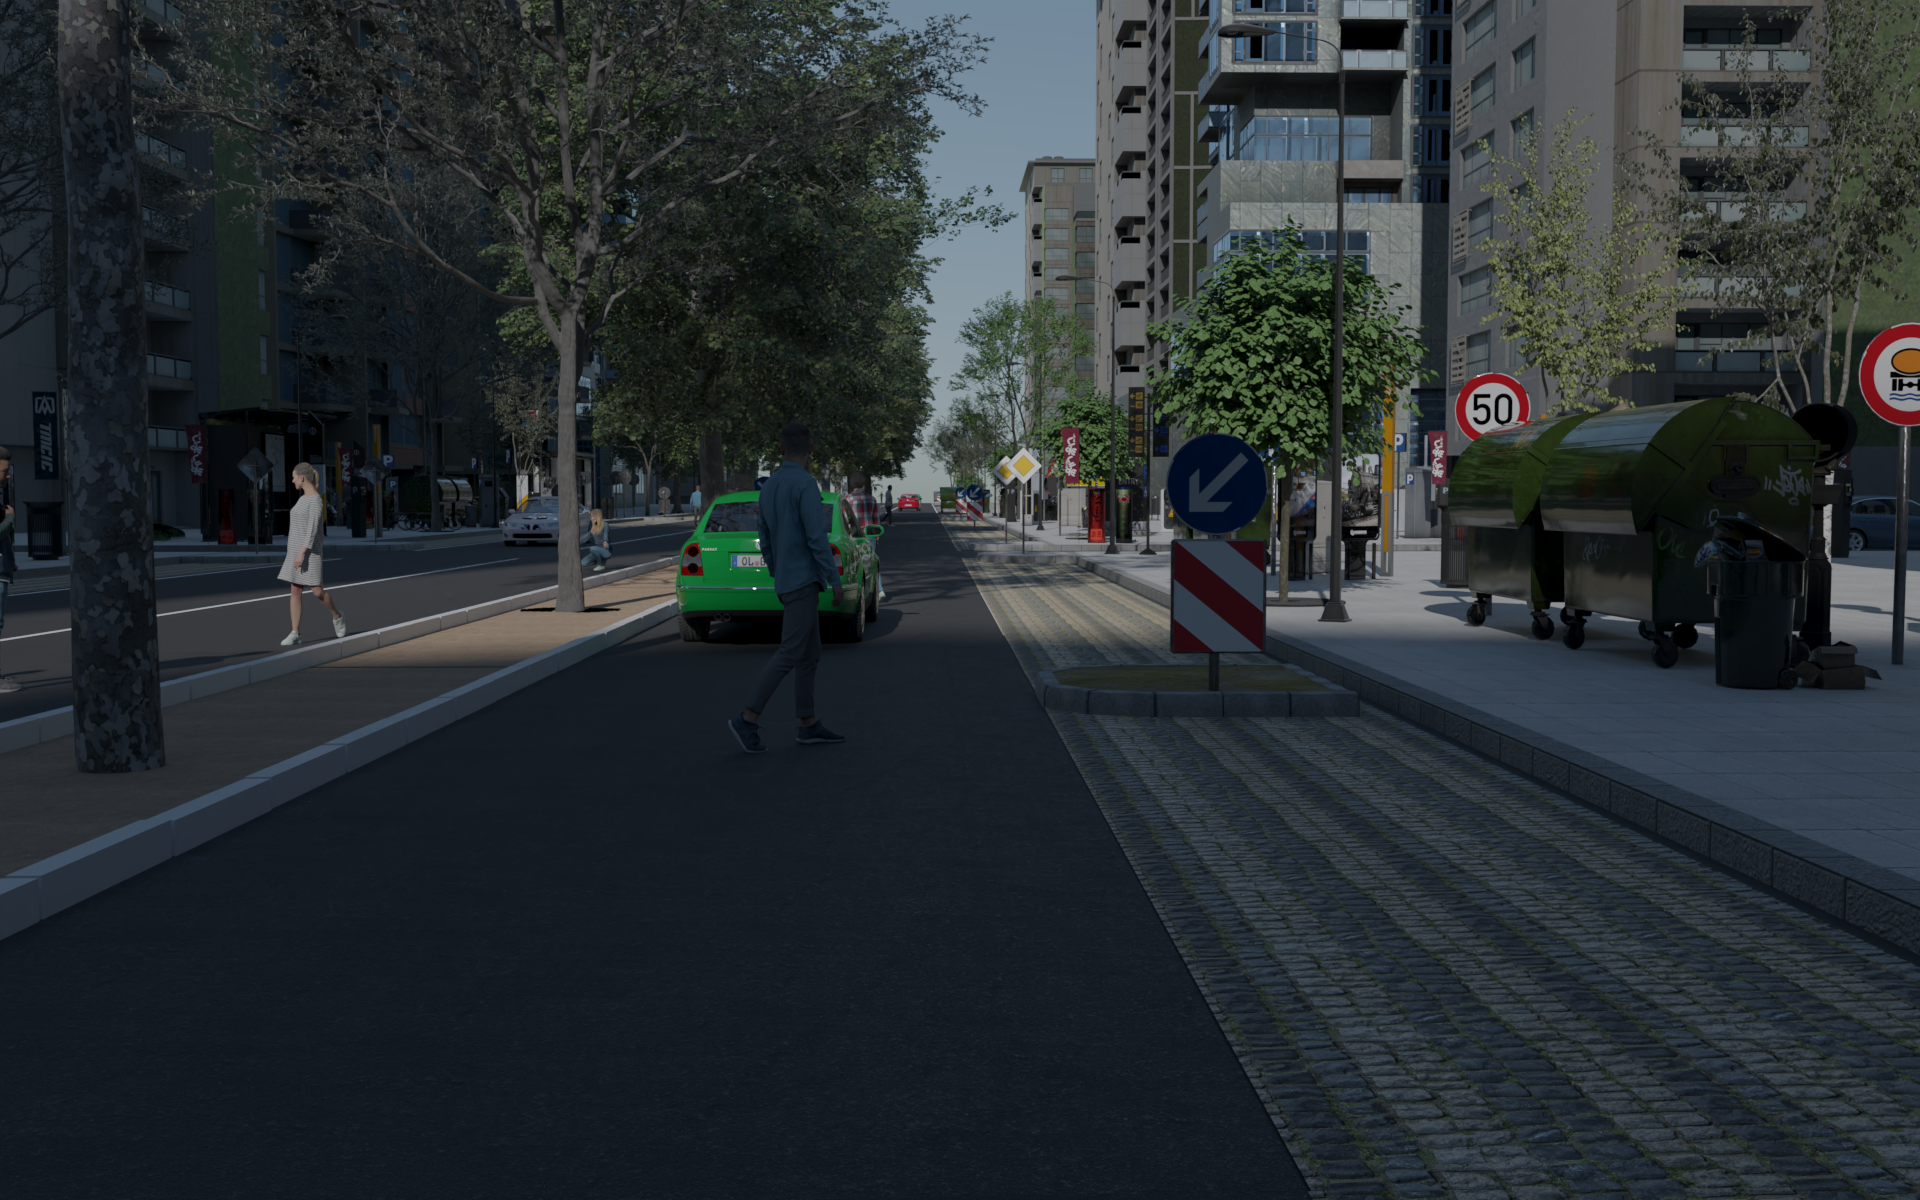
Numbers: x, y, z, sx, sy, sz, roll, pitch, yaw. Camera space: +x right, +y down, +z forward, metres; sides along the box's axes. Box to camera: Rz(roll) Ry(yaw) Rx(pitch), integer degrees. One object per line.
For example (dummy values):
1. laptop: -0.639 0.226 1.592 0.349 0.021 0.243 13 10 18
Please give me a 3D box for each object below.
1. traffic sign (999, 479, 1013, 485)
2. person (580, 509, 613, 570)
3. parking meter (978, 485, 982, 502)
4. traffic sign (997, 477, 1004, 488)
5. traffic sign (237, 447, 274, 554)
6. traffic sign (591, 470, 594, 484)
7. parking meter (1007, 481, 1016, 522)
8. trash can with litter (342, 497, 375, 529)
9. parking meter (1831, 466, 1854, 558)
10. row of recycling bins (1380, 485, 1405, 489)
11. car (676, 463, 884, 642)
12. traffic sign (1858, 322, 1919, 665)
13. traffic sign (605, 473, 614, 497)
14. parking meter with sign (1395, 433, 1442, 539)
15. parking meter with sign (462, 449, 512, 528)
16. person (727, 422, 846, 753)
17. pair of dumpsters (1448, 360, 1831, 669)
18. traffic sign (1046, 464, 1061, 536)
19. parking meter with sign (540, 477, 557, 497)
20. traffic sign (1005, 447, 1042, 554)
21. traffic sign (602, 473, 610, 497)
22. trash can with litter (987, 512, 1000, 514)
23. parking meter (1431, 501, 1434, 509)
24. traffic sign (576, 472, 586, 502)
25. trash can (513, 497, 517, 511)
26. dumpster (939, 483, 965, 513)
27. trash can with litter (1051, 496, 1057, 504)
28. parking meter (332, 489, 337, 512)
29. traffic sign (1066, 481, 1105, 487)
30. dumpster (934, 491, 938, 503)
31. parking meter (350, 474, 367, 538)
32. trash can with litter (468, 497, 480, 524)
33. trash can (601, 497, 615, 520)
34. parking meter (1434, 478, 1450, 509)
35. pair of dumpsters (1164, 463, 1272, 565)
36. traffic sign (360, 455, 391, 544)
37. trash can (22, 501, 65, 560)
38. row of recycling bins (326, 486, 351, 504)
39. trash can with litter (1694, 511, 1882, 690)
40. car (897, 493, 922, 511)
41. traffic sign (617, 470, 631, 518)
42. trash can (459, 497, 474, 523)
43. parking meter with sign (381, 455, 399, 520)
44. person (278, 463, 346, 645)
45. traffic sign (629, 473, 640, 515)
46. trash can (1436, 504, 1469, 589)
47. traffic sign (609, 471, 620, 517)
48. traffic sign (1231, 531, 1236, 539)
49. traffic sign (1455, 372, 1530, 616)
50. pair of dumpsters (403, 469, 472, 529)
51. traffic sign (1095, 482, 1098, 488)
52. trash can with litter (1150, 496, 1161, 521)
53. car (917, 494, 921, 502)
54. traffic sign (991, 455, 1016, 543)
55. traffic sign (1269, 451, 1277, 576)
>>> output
1. traffic sign: 2.525 -5.778 94.576 0.768 2.556 0.104 0 4 7
2. person: -6.832 -1.137 32.587 0.738 1.151 1.012 -3 5 -45
3. parking meter: 1.358 -6.742 115.946 0.255 1.863 0.399 0 4 5
4. traffic sign: 2.391 -5.793 94.820 0.768 2.556 0.104 0 4 0
5. traffic sign: -14.980 -2.031 36.852 0.795 2.450 0.064 0 4 -1
6. traffic sign: -19.563 -5.581 91.349 0.768 2.556 0.104 0 4 4
7. parking meter: 2.317 -4.485 79.040 0.399 1.863 0.255 -3 4 -37
8. trash can with litter: -22.047 -3.185 63.465 1.055 1.170 0.624 -3 5 -44
9. parking meter: 17.726 -1.785 34.903 0.255 1.863 0.399 -2 4 -31
10. row of recycling bins: 19.224 -4.227 76.218 3.534 1.692 1.069 1 4 23
11. car: -1.808 -0.572 18.150 1.959 1.807 4.718 0 4 1
12. traffic sign: 7.063 -0.787 12.974 0.768 2.556 0.104 0 4 0
13. traffic sign: -21.388 -6.496 106.316 0.768 2.556 0.104 0 4 2
14. parking meter with sign: 13.226 -3.280 49.882 1.738 3.016 0.543 -2 4 -31
15. parking meter with sign: -18.172 -4.310 66.735 1.738 3.016 0.543 -2 4 -31
16. person: -0.994 -0.088 9.808 0.748 1.841 0.638 -1 4 -23
17. pair of dumpsters: 5.564 -0.746 14.691 1.574 2.255 4.437 0 4 -1
18. traffic sign: 3.044 -3.220 52.649 0.884 2.594 0.081 0 4 5
19. parking meter with sign: -18.611 -5.019 78.317 1.738 3.016 0.543 -1 4 -11
20. traffic sign: 1.361 -2.049 37.148 0.795 2.450 0.064 0 4 -1
21. traffic sign: -21.671 -6.515 106.631 0.768 2.556 0.104 0 4 2
22. trash can with litter: 2.443 -6.048 109.942 2.233 1.210 1.678 0 4 1
23. parking meter: 17.274 -3.490 62.774 0.255 1.863 0.399 0 4 -7
24. traffic sign: -17.543 -4.759 79.936 0.606 2.300 0.079 0 4 2
25. trash can: -21.376 -4.437 84.198 0.748 1.137 0.748 0 3 0
26. dumpster: -0.598 -7.825 132.884 1.985 2.255 1.502 0 4 -2
27. trash can with litter: 4.852 -5.150 95.583 1.055 1.170 0.624 0 4 -5
28. parking meter: -25.504 -3.825 70.948 0.372 1.533 0.369 0 3 0
29. traffic sign: 4.664 -3.907 57.759 2.265 3.308 0.079 0 4 8
30. dumpster: -3.312 -16.325 275.132 1.865 1.857 1.264 0 4 1
31. parking meter: -17.609 -2.753 50.730 0.399 1.863 0.255 1 4 23
32. trash can with litter: -20.969 -3.899 75.142 0.624 1.170 1.055 0 4 -6
33. trash can: -17.754 -4.626 87.288 0.748 1.137 0.748 0 3 0
34. parking meter: 15.686 -3.084 56.131 0.399 1.863 0.255 -1 4 -9
35. pair of dumpsters: 4.990 -1.885 33.313 1.574 2.255 4.437 0 4 -1
36. traffic sign: -15.136 -2.519 44.835 0.795 2.450 0.064 0 4 -1
37. trash can: -17.775 -1.345 33.636 0.748 1.137 0.748 0 3 0
38. row of recycling bins: -28.287 -4.184 75.526 3.534 1.692 1.069 -1 4 -15
39. trash can with litter: 5.512 -0.010 11.547 1.055 1.170 0.624 0 4 0
40. car: -4.238 -8.313 144.953 2.155 1.783 4.494 0 4 1
41. traffic sign: -18.105 -5.705 93.386 0.768 2.556 0.104 0 4 2
42. trash can: -20.771 -3.745 72.876 0.748 1.137 0.748 0 3 0
43. parking meter with sign: -24.970 -4.880 76.044 0.543 3.016 1.738 -2 4 -27
44. person: -6.264 -0.454 16.676 0.466 1.731 0.760 1 4 17
45. traffic sign: -20.076 -6.507 106.495 0.768 2.556 0.104 0 4 2
46. trash can: 6.866 -0.731 23.603 0.748 1.137 0.748 0 3 0
47. traffic sign: -18.858 -5.803 94.985 0.768 2.556 0.104 0 4 7
48. traffic sign: 4.329 -1.667 27.366 0.768 2.556 0.104 0 4 7
49. traffic sign: 5.585 -1.109 18.244 0.768 2.556 0.104 1 4 8
50. pair of dumpsters: -20.000 -3.906 66.364 1.574 2.255 4.437 0 4 -1
51. traffic sign: 4.283 -3.324 54.455 0.768 2.556 0.104 1 4 8
52. trash can with litter: 9.562 -4.439 83.636 1.678 1.210 2.233 -2 4 -30
53. car: -7.136 -16.453 277.796 1.959 1.807 4.718 0 4 -3
54. traffic sign: 1.206 -2.538 45.131 0.795 2.450 0.064 0 4 -1
55. traffic sign: 4.929 -1.655 27.168 0.768 2.556 0.104 0 4 1
